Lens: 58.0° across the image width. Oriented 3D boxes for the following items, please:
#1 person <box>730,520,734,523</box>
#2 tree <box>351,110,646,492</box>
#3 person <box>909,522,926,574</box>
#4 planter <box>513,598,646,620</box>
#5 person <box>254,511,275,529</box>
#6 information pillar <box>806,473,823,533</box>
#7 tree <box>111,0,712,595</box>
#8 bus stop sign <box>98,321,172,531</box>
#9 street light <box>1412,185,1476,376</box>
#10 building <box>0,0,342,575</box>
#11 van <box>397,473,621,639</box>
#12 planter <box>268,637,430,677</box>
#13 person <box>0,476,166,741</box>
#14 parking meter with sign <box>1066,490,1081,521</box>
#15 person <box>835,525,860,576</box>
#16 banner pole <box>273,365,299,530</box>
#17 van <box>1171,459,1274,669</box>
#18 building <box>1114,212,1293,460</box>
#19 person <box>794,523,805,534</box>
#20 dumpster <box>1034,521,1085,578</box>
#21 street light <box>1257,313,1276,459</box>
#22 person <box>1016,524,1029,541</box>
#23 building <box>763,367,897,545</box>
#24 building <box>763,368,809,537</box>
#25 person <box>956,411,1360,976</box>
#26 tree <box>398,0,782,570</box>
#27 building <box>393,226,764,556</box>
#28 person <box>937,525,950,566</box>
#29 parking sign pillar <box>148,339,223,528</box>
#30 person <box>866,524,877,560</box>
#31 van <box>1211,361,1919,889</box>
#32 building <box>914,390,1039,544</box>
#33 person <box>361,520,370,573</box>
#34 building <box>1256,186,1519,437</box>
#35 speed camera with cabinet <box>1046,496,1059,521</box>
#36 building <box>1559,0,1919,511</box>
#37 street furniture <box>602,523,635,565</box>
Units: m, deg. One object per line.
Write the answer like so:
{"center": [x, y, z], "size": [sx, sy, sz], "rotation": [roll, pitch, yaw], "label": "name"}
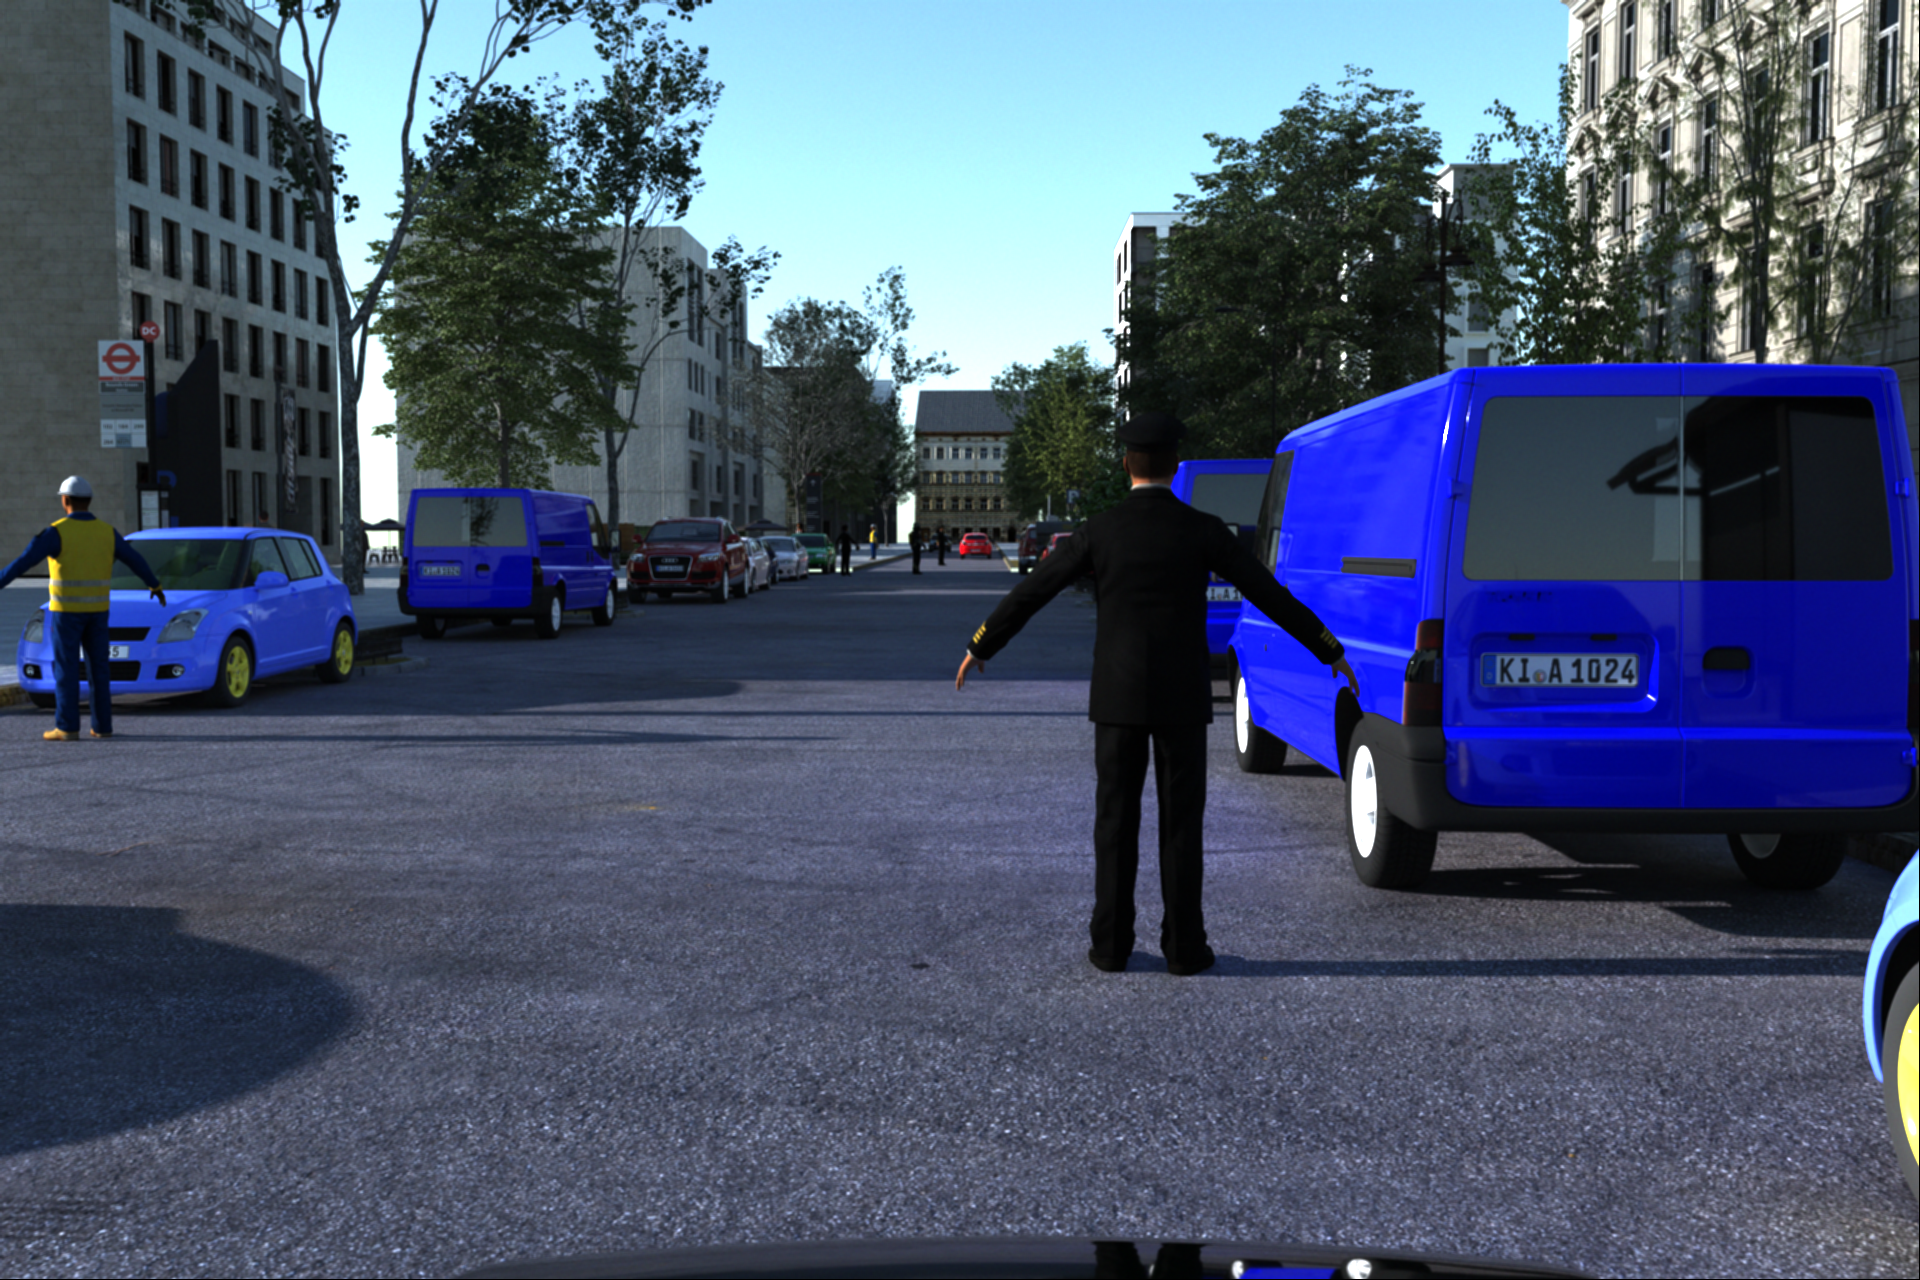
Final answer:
{"center": [-9.540, -4.061, 72.164], "size": [0.705, 1.858, 1.354], "rotation": [0, 4, -8], "label": "person"}
{"center": [-12.310, -7.855, 46.554], "size": [7.486, 12.596, 7.792], "rotation": [0, 3, 0], "label": "tree"}
{"center": [-1.520, -3.266, 61.634], "size": [0.705, 1.856, 1.354], "rotation": [-1, 4, -20], "label": "person"}
{"center": [-6.517, -0.537, 29.926], "size": [1.991, 0.319, 1.994], "rotation": [0, 4, 1], "label": "planter"}
{"center": [-14.400, -1.783, 35.722], "size": [0.617, 1.759, 0.750], "rotation": [-3, 4, -37], "label": "person"}
{"center": [-6.237, -5.185, 74.149], "size": [0.750, 3.857, 0.750], "rotation": [0, 4, 2], "label": "information pillar"}
{"center": [-11.442, -10.963, 35.141], "size": [12.611, 20.169, 13.585], "rotation": [0, 3, 0], "label": "tree"}
{"center": [-10.363, -2.024, 21.794], "size": [0.855, 3.939, 0.416], "rotation": [0, 3, 0], "label": "bus stop sign"}
{"center": [6.506, -3.098, 23.448], "size": [0.468, 5.910, 1.993], "rotation": [0, 4, 1], "label": "street light"}
{"center": [-29.192, -12.483, 57.984], "size": [10.420, 20.400, 16.860], "rotation": [0, 4, 1], "label": "building"}
{"center": [-6.408, -1.280, 25.317], "size": [2.240, 2.365, 5.245], "rotation": [0, 4, 1], "label": "van"}
{"center": [-6.747, 0.174, 18.299], "size": [1.991, 0.319, 1.994], "rotation": [0, 4, 2], "label": "planter"}
{"center": [-6.171, -0.226, 12.118], "size": [0.705, 1.833, 1.349], "rotation": [3, 4, 37], "label": "person"}
{"center": [4.449, -4.344, 67.281], "size": [0.543, 3.016, 1.738], "rotation": [0, 3, 0], "label": "parking meter with sign"}
{"center": [-3.863, -3.064, 59.281], "size": [1.216, 1.740, 0.721], "rotation": [3, 5, 44], "label": "person"}
{"center": [-10.121, -2.204, 26.048], "size": [0.401, 3.779, 0.863], "rotation": [0, 4, 1], "label": "banner pole"}
{"center": [2.625, -0.743, 16.528], "size": [2.240, 2.365, 5.245], "rotation": [0, 4, 0], "label": "van"}
{"center": [25.039, -17.281, 126.519], "size": [27.936, 21.610, 32.646], "rotation": [0, 4, 1], "label": "building"}
{"center": [-7.858, -4.801, 84.647], "size": [1.345, 1.843, 0.704], "rotation": [2, 4, 33], "label": "person"}
{"center": [3.380, -2.988, 57.062], "size": [1.865, 1.857, 1.264], "rotation": [0, 4, 1], "label": "dumpster"}
{"center": [6.968, -3.851, 35.505], "size": [1.470, 5.913, 1.316], "rotation": [0, 4, 1], "label": "street light"}
{"center": [3.676, -5.298, 92.803], "size": [1.347, 1.806, 0.705], "rotation": [-1, 4, -9], "label": "person"}
{"center": [-23.000, -23.463, 227.587], "size": [27.936, 21.610, 32.646], "rotation": [0, 4, 1], "label": "building"}
{"center": [-27.035, -21.904, 189.057], "size": [19.493, 23.208, 18.063], "rotation": [0, 4, 2], "label": "building"}
{"center": [0.632, 0.164, 5.711], "size": [1.347, 1.837, 0.705], "rotation": [1, 4, 11], "label": "person"}
{"center": [-12.589, -12.454, 59.513], "size": [12.611, 20.169, 13.585], "rotation": [0, 3, 0], "label": "tree"}
{"center": [-23.804, -15.250, 115.791], "size": [16.747, 18.905, 31.486], "rotation": [0, 4, 2], "label": "building"}
{"center": [-0.812, -4.306, 78.803], "size": [0.705, 1.837, 1.347], "rotation": [1, 4, 22], "label": "person"}
{"center": [-10.470, -2.139, 23.442], "size": [1.447, 3.967, 1.447], "rotation": [0, 4, 0], "label": "parking sign pillar"}
{"center": [-4.407, -4.889, 86.401], "size": [0.721, 1.772, 1.216], "rotation": [-2, 4, -24], "label": "person"}
{"center": [2.586, -0.261, 8.649], "size": [2.240, 2.365, 5.245], "rotation": [0, 4, 0], "label": "van"}
{"center": [2.911, -26.251, 262.596], "size": [18.063, 23.208, 19.493], "rotation": [0, 4, 3], "label": "building"}
{"center": [-19.490, -3.055, 56.538], "size": [0.434, 1.755, 0.990], "rotation": [0, 4, 1], "label": "person"}
{"center": [22.467, -14.947, 100.805], "size": [16.016, 20.090, 11.380], "rotation": [0, 4, 1], "label": "building"}
{"center": [4.553, -5.507, 84.374], "size": [0.660, 3.252, 2.038], "rotation": [0, 4, 2], "label": "speed camera with cabinet"}
{"center": [27.489, -15.840, 35.401], "size": [17.030, 29.872, 44.131], "rotation": [0, 4, 1], "label": "building"}
{"center": [-15.257, -4.022, 72.610], "size": [11.010, 1.723, 9.812], "rotation": [-2, 4, -30], "label": "street furniture"}
